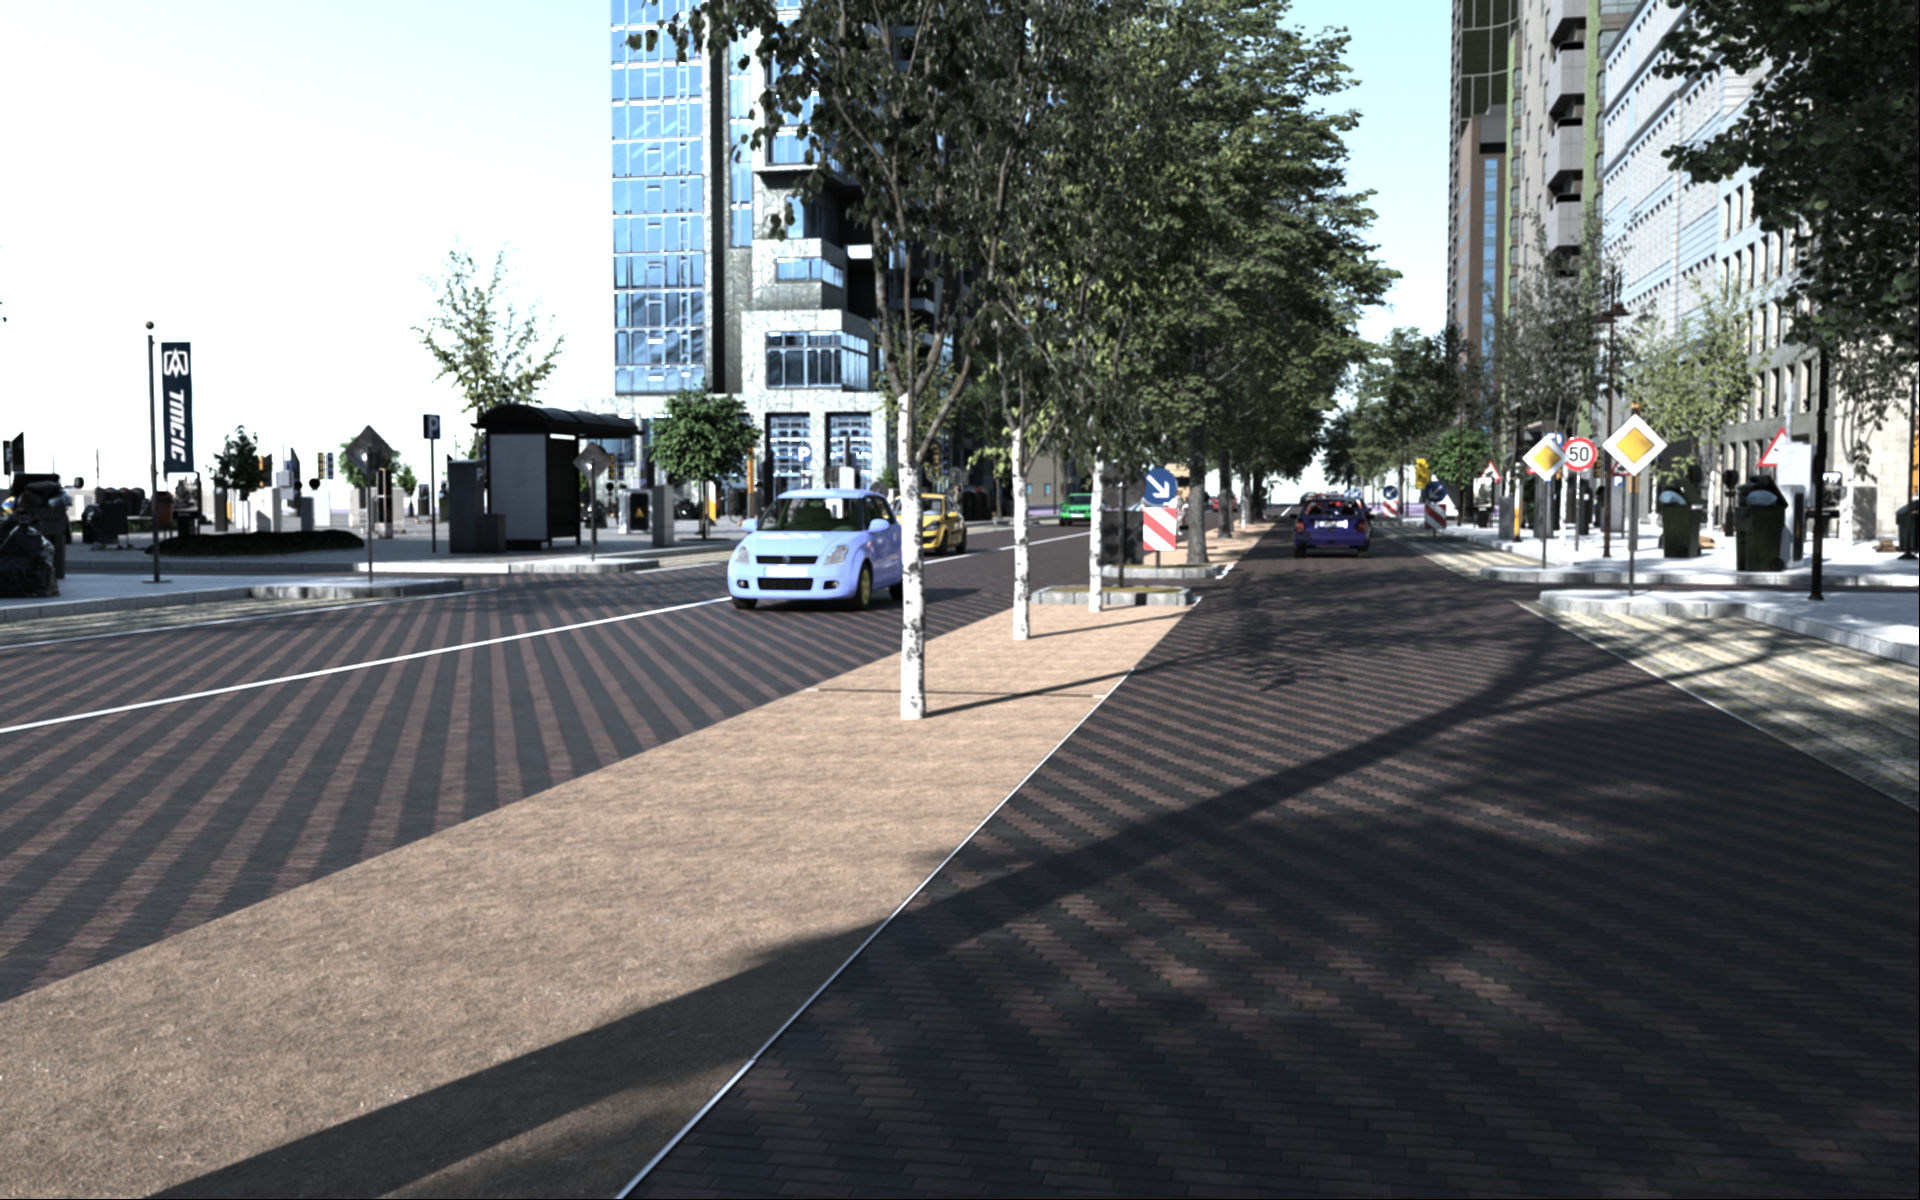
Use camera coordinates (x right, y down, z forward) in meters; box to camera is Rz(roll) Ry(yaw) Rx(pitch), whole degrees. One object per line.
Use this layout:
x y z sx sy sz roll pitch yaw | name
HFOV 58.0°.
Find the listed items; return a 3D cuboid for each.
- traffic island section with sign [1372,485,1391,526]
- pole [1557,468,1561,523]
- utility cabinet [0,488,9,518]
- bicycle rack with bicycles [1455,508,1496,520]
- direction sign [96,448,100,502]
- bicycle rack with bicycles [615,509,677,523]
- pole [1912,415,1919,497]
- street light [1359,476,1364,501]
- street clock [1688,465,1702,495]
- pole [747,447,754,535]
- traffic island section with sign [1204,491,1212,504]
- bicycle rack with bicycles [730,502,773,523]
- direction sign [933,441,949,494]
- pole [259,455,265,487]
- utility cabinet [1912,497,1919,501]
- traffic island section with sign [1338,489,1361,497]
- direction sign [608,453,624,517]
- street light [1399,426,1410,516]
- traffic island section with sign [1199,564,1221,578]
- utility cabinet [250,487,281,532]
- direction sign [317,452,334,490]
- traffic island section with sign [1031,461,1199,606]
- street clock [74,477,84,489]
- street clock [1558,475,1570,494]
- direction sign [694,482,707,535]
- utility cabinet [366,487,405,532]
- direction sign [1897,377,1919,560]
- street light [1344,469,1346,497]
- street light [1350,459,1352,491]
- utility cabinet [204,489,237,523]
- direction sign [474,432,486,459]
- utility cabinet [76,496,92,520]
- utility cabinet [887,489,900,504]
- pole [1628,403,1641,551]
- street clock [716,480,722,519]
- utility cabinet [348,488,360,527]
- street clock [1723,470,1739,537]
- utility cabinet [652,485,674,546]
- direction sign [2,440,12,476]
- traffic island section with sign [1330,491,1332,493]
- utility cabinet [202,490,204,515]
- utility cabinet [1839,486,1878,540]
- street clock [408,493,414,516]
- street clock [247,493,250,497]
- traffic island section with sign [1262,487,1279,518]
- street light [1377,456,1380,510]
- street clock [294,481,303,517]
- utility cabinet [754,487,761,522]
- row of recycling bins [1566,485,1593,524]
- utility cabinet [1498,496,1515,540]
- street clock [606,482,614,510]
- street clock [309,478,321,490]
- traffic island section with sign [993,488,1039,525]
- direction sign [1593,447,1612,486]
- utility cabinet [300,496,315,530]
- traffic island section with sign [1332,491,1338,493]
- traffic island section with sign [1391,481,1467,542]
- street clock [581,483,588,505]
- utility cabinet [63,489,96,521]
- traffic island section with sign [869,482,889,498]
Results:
19.351 -4.273 78.493 1.989 1.847 2.006 1 4 11 | traffic island section with sign
24.392 -4.692 70.549 0.158 3.312 0.155 0 3 0 | pole
-36.134 -3.488 65.703 1.173 1.500 0.318 -3 5 -41 | utility cabinet
25.402 -4.495 86.879 2.925 0.926 2.852 -1 4 -11 | bicycle rack with bicycles
-42.857 -5.759 86.160 0.379 3.537 0.876 -2 4 -30 | direction sign
-14.024 -3.942 77.827 2.925 0.926 2.852 -1 4 -22 | bicycle rack with bicycles
24.716 -3.117 44.811 0.158 3.312 0.155 0 3 0 | pole
44.123 -13.348 191.031 0.468 5.910 1.993 1 4 11 | street light
18.330 -2.365 43.245 0.358 2.002 0.471 1 4 11 | street clock
-6.497 -3.662 53.725 0.158 3.312 0.155 0 3 0 | pole
33.669 -14.025 237.943 1.989 1.847 2.006 1 4 11 | traffic island section with sign
-8.742 -3.869 76.642 2.925 0.926 2.852 0 4 0 | bicycle rack with bicycles
-0.811 -5.025 74.149 0.876 3.537 0.379 3 4 37 | direction sign
-36.108 -5.859 89.644 0.158 3.312 0.155 0 3 0 | pole
22.074 -1.709 39.100 1.020 1.237 0.306 3 5 45 | utility cabinet
28.992 -7.247 127.119 1.989 1.847 2.006 1 4 11 | traffic island section with sign
-19.156 -6.395 96.552 0.876 3.537 0.379 -2 4 -25 | direction sign
27.857 -8.338 109.112 0.468 5.910 1.993 1 4 11 | street light
3.542 -1.365 30.447 2.006 1.907 1.989 1 4 11 | traffic island section with sign
-22.096 -2.837 55.056 1.173 1.500 0.318 2 4 33 | utility cabinet
-34.347 -6.229 93.834 0.876 3.537 0.379 0 4 2 | direction sign
2.092 -0.920 23.183 2.006 1.907 1.989 1 4 11 | traffic island section with sign
-36.662 -4.131 72.115 0.471 2.002 0.358 3 4 36 | street clock
23.247 -3.802 66.730 0.471 2.002 0.358 -3 5 -42 | street clock
-8.183 -3.822 54.494 0.379 3.537 0.876 -2 4 -29 | direction sign
-19.279 -3.025 58.143 1.173 1.500 0.318 -2 4 -30 | utility cabinet
18.618 -2.563 33.902 0.379 3.537 0.876 2 4 26 | direction sign
57.521 -17.509 259.062 0.468 5.910 1.993 1 4 11 | street light
50.891 -15.441 225.239 0.468 5.910 1.993 1 4 11 | street light
-32.500 -4.132 76.232 1.173 1.500 0.318 -1 4 -10 | utility cabinet
-17.468 -4.352 63.154 0.379 3.537 0.876 -3 5 -43 | direction sign
-32.723 -3.276 64.722 0.306 1.237 1.020 -3 5 -41 | utility cabinet
-2.759 -3.886 72.220 0.318 1.500 1.173 1 4 13 | utility cabinet
15.102 -2.748 38.780 0.158 3.312 0.155 0 3 0 | pole
-14.049 -5.773 98.962 0.358 2.002 0.471 3 4 37 | street clock
-23.424 -3.563 66.936 0.318 1.500 1.173 -2 4 -25 | utility cabinet
23.081 -2.895 51.907 0.358 2.002 0.471 -1 4 -10 | street clock
-7.327 -2.079 42.672 0.318 1.500 1.173 0 4 2 | utility cabinet
-39.923 -4.957 73.050 0.379 3.537 0.876 2 4 25 | direction sign
45.141 -12.227 208.544 1.989 1.847 2.006 1 4 11 | traffic island section with sign
-37.193 -4.759 86.486 1.173 1.500 0.318 -1 4 -18 | utility cabinet
24.929 -2.408 48.054 1.173 1.500 0.318 -2 4 -27 | utility cabinet
-30.992 -5.700 97.770 0.358 2.002 0.471 1 4 9 | street clock
-48.197 -6.926 117.806 0.471 2.002 0.358 2 4 28 | street clock
18.147 -5.873 104.158 2.006 1.907 1.989 1 4 11 | traffic island section with sign
34.525 -10.391 142.678 0.468 5.910 1.993 1 4 11 | street light
-36.874 -5.625 96.540 0.471 2.002 0.358 -2 4 -27 | street clock
-6.520 -2.841 55.132 0.318 1.500 1.173 0 3 0 | utility cabinet
26.739 -4.226 76.215 1.069 1.692 3.534 0 4 -6 | row of recycling bins
15.542 -2.327 49.203 0.306 1.237 1.020 2 4 26 | utility cabinet
-21.730 -6.298 107.537 0.471 2.002 0.358 -2 4 -34 | street clock
-29.090 -4.498 78.113 0.471 2.002 0.358 0 4 3 | street clock
2.695 -4.468 81.687 1.989 1.847 2.006 1 4 11 | traffic island section with sign
31.015 -5.606 83.655 0.876 3.537 0.379 0 4 -6 | direction sign
-17.180 -2.109 45.645 0.306 1.237 1.020 -1 4 -17 | utility cabinet
34.315 -8.891 153.998 1.989 1.847 2.006 1 4 11 | traffic island section with sign
14.117 -2.656 52.049 1.989 1.847 2.006 1 4 11 | traffic island section with sign
-18.534 -4.948 85.470 0.471 2.002 0.358 -2 4 -33 | street clock
-35.593 -3.754 70.052 1.173 1.500 0.318 -1 4 -19 | utility cabinet
-2.638 -2.821 54.755 1.989 1.847 2.006 1 4 11 | traffic island section with sign
